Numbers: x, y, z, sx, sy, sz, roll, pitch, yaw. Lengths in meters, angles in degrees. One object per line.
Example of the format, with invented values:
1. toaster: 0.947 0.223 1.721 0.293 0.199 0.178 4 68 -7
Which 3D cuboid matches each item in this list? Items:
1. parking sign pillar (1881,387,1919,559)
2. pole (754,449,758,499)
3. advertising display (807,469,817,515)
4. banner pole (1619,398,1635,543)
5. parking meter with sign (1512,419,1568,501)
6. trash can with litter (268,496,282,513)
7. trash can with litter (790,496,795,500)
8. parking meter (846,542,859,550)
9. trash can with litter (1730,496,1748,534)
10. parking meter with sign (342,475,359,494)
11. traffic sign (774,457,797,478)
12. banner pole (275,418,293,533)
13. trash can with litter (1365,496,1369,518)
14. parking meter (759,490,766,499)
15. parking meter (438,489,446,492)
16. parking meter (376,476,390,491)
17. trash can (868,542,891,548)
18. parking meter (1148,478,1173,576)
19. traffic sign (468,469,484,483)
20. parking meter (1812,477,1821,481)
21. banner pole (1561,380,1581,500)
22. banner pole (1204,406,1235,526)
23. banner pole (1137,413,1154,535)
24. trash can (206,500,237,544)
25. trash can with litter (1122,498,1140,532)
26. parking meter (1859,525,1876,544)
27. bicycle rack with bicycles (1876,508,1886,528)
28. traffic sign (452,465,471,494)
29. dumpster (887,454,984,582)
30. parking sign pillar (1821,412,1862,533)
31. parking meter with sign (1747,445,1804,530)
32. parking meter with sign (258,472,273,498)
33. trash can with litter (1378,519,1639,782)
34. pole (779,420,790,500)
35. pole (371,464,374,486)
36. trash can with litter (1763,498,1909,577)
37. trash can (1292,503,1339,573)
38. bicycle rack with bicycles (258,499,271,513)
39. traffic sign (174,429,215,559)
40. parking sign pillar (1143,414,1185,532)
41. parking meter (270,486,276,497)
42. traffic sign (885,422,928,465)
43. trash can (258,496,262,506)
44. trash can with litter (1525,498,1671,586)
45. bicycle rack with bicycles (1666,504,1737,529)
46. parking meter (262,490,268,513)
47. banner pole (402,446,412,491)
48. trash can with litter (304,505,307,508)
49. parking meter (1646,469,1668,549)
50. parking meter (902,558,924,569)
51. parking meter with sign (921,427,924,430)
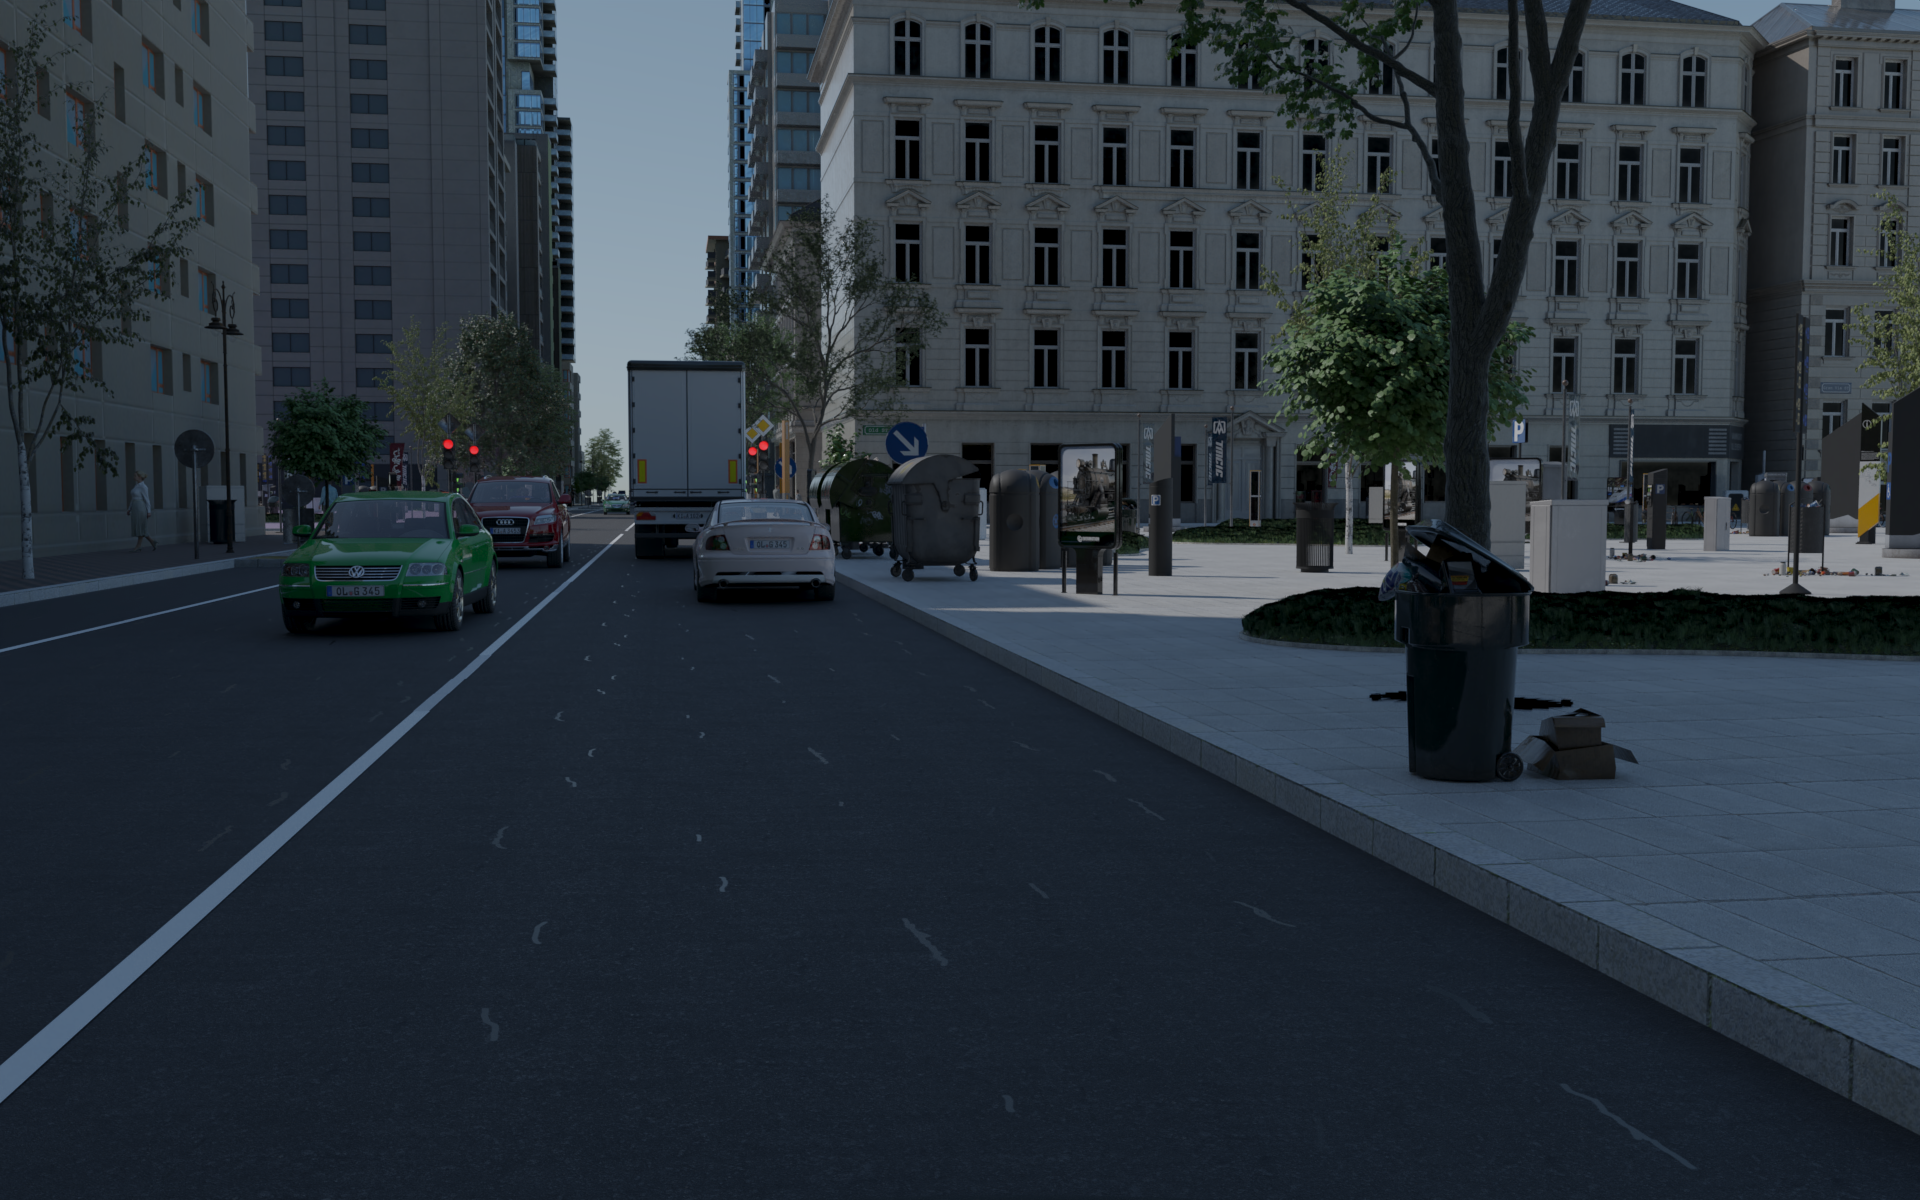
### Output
1. parking sign pillar: 19.343 -2.827 34.696 1.447 3.967 1.447 1 4 18
2. pole: -9.191 -5.154 78.108 0.158 3.312 0.155 0 3 0
3. advertising display: -3.853 -2.439 45.088 0.123 1.923 0.974 0 4 3
4. banner pole: 17.495 -3.376 45.207 0.401 3.779 0.863 1 4 12
5. parking meter with sign: 13.892 -2.718 40.704 1.738 3.016 0.543 -1 4 -13
6. trash can with litter: -35.586 -4.792 89.736 0.624 1.170 1.055 0 4 -4
7. trash can with litter: -8.815 -4.955 92.394 1.055 1.170 0.624 3 4 37
8. parking meter: -2.533 -2.094 39.942 0.399 1.863 0.255 3 5 44
9. trash can with litter: 25.113 -2.744 55.920 2.233 1.210 1.678 3 5 39
10. parking meter with sign: -18.656 -3.466 52.924 0.543 3.016 1.738 -1 4 -11
11. traffic sign: -5.933 -3.604 59.027 0.768 2.556 0.104 0 3 0
12. banner pole: -22.399 -4.129 57.533 0.401 3.779 0.863 2 4 33
13. trash can with litter: 18.304 -3.943 75.526 2.233 1.210 1.678 -2 4 -24
14. parking meter: -9.248 -4.450 81.165 0.372 1.533 0.369 0 3 0
15. parking meter: -24.774 -4.558 82.930 0.372 1.533 0.369 0 3 0
16. parking meter: -18.515 -3.053 55.626 0.399 1.863 0.255 -2 4 -23
17. trash can: -1.918 -1.795 41.004 0.748 1.137 0.748 0 3 0
18. parking meter: 3.147 -1.147 27.169 0.372 1.533 0.369 0 3 0
19. traffic sign: -23.428 -5.124 83.887 0.768 2.556 0.104 0 4 -1
20. parking meter: 29.209 -3.262 59.037 0.255 1.863 0.399 0 4 -2
21. banner pole: 13.448 -2.949 38.234 0.863 3.779 0.401 -3 5 -39
22. banner pole: 7.541 -3.633 49.415 0.863 3.779 0.401 2 4 32
23. banner pole: 5.751 -3.912 53.986 0.863 3.779 0.401 -3 4 -37
24. trash can: -18.897 -2.000 44.357 0.748 1.137 0.748 0 3 0
25. trash can with litter: 4.851 -2.362 50.000 0.624 1.170 1.055 1 4 17
26. parking meter: 23.443 -2.219 44.699 0.372 1.533 0.369 0 3 0
27. bicycle rack with bicycles: 34.753 -3.238 66.331 2.852 0.926 2.925 0 4 2
28. traffic sign: -22.350 -4.747 77.623 0.884 2.594 0.081 0 3 0
29. dumpster: -0.371 -1.243 26.084 1.264 1.857 1.865 -1 4 -9
30. parking sign pillar: 29.052 -4.187 56.933 1.447 3.967 1.447 -3 4 -39
31. parking meter with sign: 29.117 -4.014 61.888 1.738 3.016 0.543 1 4 17
32. parking meter with sign: -53.712 -8.448 134.390 1.738 3.016 0.543 1 4 15
33. trash can with litter: 2.502 0.211 7.932 1.055 1.170 0.624 0 4 -8
34. pole: -4.832 -3.318 48.090 0.158 3.312 0.155 0 3 0
35. pole: -40.427 -7.669 119.231 0.158 3.312 0.155 0 3 0
36. trash can with litter: 13.795 -0.994 27.314 2.233 1.210 1.678 1 4 16
37. trash can: 5.822 -1.024 28.394 0.748 1.137 0.748 0 3 0
38. bicycle rack with bicycles: -47.990 -6.353 117.252 2.925 0.926 2.852 3 4 36
39. traffic sign: -15.059 -2.079 34.096 0.768 2.556 0.104 0 4 -7
40. parking sign pillar: 6.947 -4.297 58.732 1.447 3.967 1.447 -2 4 -28
41. parking meter: -48.994 -7.206 123.525 0.255 1.863 0.399 1 4 12
42. traffic sign: -0.940 -1.862 30.549 0.768 2.556 0.104 0 4 -3
43. trash can: -48.601 -6.625 119.967 0.748 1.137 0.748 0 3 0
44. trash can with litter: 8.723 -0.822 24.502 2.233 1.210 1.678 -1 4 -14
45. bicycle rack with bicycles: 27.074 -3.096 64.002 2.852 0.926 2.925 0 4 6
46. parking meter: -45.345 -6.400 113.049 0.372 1.533 0.369 0 3 0
47. banner pole: -28.866 -6.145 90.494 0.863 3.779 0.401 1 4 13
48. trash can with litter: -45.619 -6.680 120.283 2.233 1.210 1.678 1 4 10
49. parking meter: 16.149 -2.107 40.165 0.399 1.863 0.255 0 4 -6
50. parking meter: -0.804 -1.300 29.660 0.372 1.533 0.369 0 3 0
51. parking meter with sign: -1.109 -2.917 43.960 0.543 3.016 1.738 0 4 -6
